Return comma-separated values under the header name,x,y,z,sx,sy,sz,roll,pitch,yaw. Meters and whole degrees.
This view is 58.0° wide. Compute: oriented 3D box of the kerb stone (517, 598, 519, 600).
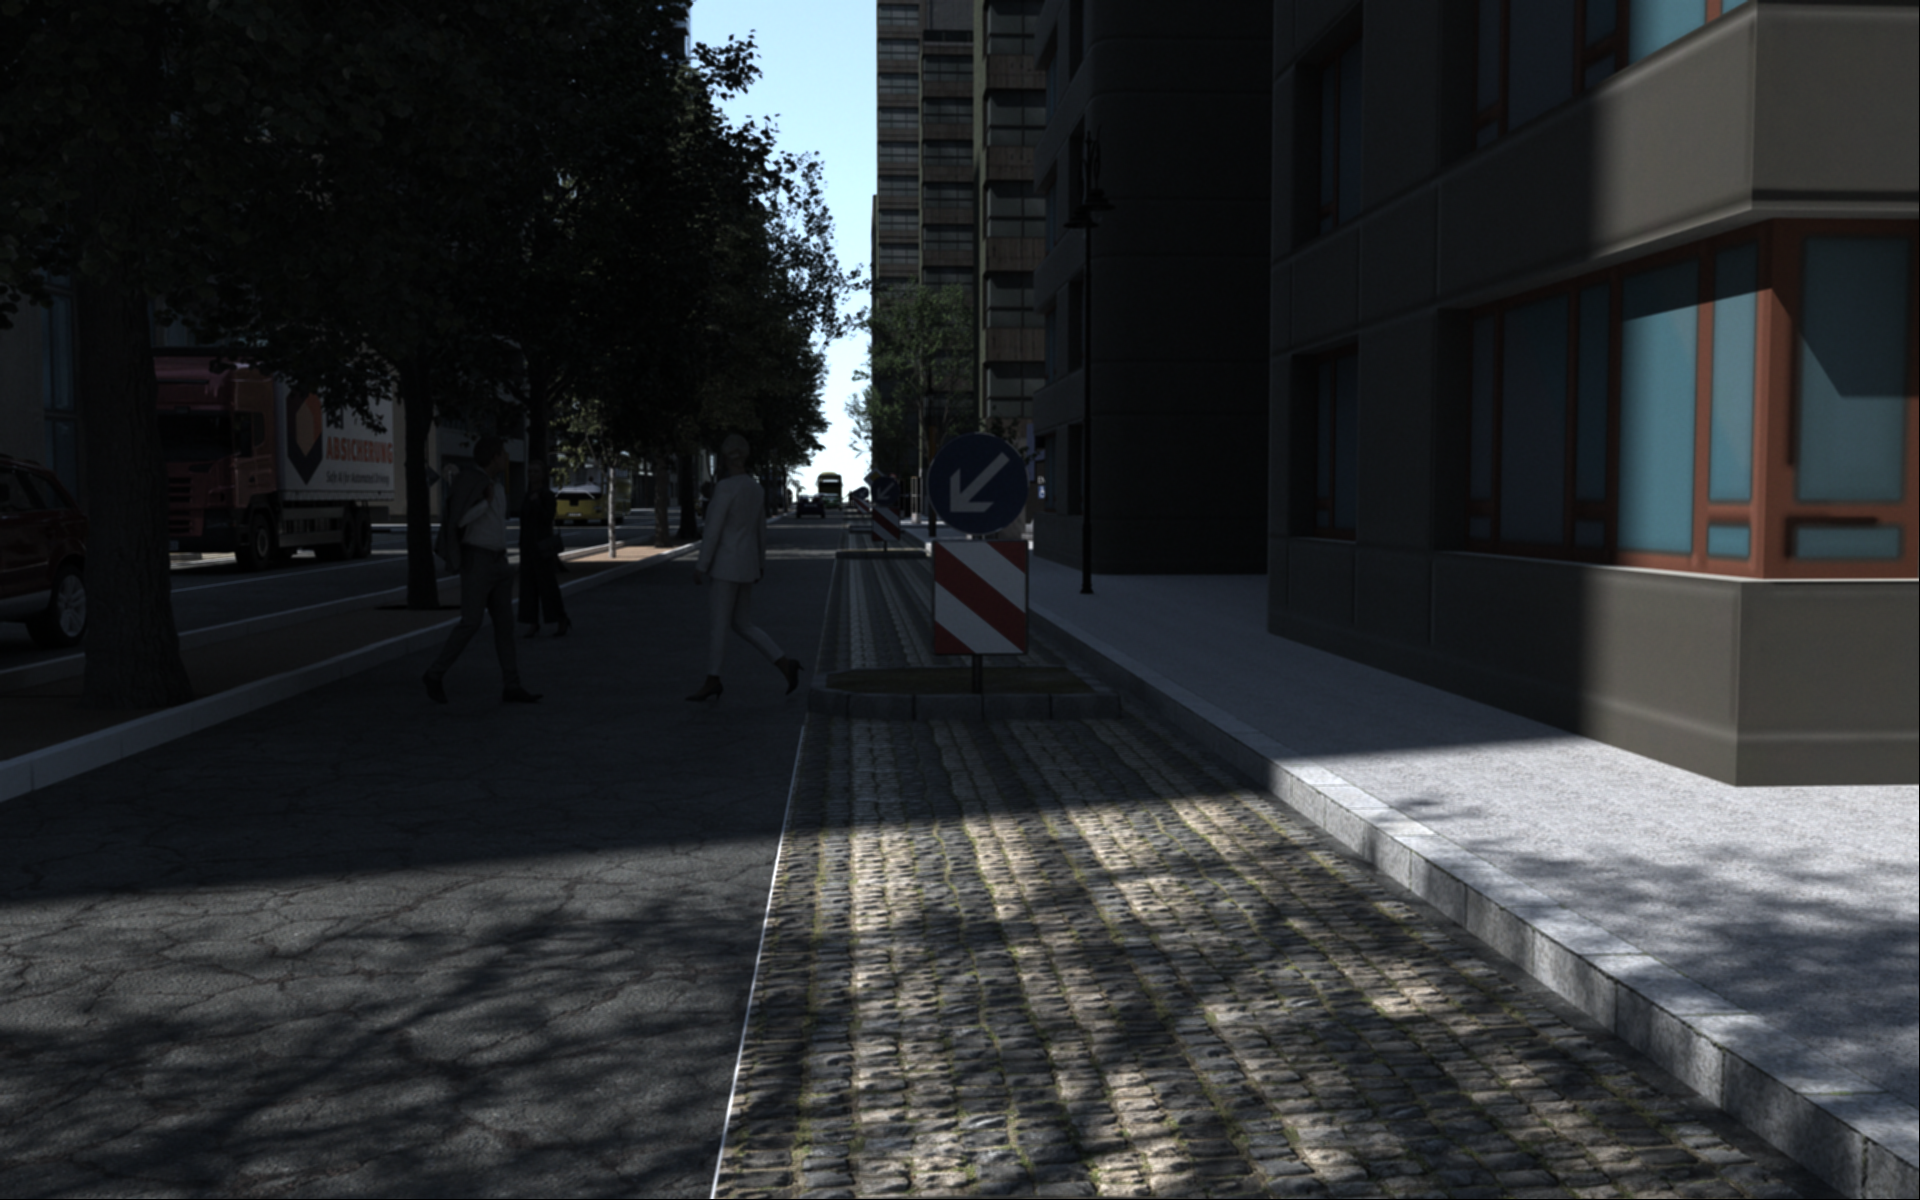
name,x,y,z,sx,sy,sz,roll,pitch,yaw
kerb stone,-5.369,0.066,21.118,0.120,0.150,1.000,0,4,-4

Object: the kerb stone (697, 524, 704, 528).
name,x,y,z,sx,sy,sz,roll,pitch,yaw
kerb stone,-10.817,-3.089,72.737,0.120,0.150,1.000,0,4,-4

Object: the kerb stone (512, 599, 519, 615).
name,x,y,z,sx,sy,sz,roll,pitch,yaw
kerb stone,-5.299,0.128,20.098,0.120,0.150,1.000,0,4,-4

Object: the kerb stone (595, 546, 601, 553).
name,x,y,z,sx,sy,sz,roll,pitch,yaw
kerb stone,-8.795,-1.179,41.473,0.120,0.150,1.000,0,4,-4

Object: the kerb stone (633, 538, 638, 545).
name,x,y,z,sx,sy,sz,roll,pitch,yaw
kerb stone,-9.246,-1.614,48.621,0.120,0.150,1.000,0,4,-4

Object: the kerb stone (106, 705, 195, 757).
name,x,y,z,sx,sy,sz,roll,pitch,yaw
kerb stone,-4.636,0.753,9.887,0.120,0.150,1.000,0,4,-4

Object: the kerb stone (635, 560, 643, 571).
name,x,y,z,sx,sy,sz,roll,pitch,yaw
kerb stone,-6.098,-0.620,32.391,0.120,0.150,1.000,0,4,-4

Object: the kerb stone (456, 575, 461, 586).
name,x,y,z,sx,sy,sz,roll,pitch,yaw
kerb stone,-7.864,-0.303,27.152,0.120,0.150,1.000,0,4,-4

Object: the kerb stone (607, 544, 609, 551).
name,x,y,z,sx,sy,sz,roll,pitch,yaw
kerb stone,-8.925,-1.298,43.518,0.120,0.150,1.000,0,4,-4

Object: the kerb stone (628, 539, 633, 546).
name,x,y,z,sx,sy,sz,roll,pitch,yaw
kerb stone,-9.180,-1.551,47.600,0.120,0.150,1.000,0,4,-4

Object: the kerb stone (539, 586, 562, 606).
name,x,y,z,sx,sy,sz,roll,pitch,yaw
kerb stone,-5.507,-0.059,23.166,0.120,0.150,1.000,0,4,-4

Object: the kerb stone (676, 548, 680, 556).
name,x,y,z,sx,sy,sz,roll,pitch,yaw
kerb stone,-6.556,-1.058,39.545,0.120,0.150,1.000,0,4,-4

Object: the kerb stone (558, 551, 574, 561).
name,x,y,z,sx,sy,sz,roll,pitch,yaw
kerb stone,-8.524,-0.928,37.383,0.120,0.150,1.000,0,4,-4

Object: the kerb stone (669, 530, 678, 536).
name,x,y,z,sx,sy,sz,roll,pitch,yaw
kerb stone,-10.052,-2.367,60.888,0.120,0.150,1.000,0,4,-4

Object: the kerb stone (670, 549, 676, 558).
name,x,y,z,sx,sy,sz,roll,pitch,yaw
kerb stone,-6.493,-0.999,38.523,0.120,0.150,1.000,0,4,-4

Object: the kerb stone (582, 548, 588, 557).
name,x,y,z,sx,sy,sz,roll,pitch,yaw
kerb stone,-8.659,-1.052,39.429,0.120,0.150,1.000,0,4,-4

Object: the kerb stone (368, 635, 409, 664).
name,x,y,z,sx,sy,sz,roll,pitch,yaw
kerb stone,-4.981,0.442,14.995,0.120,0.150,1.000,0,4,-4

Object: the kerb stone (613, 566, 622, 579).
name,x,y,z,sx,sy,sz,roll,pitch,yaw
kerb stone,-5.898,-0.436,29.318,0.120,0.150,1.000,0,4,-4

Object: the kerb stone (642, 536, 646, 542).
name,x,y,z,sx,sy,sz,roll,pitch,yaw
kerb stone,-9.384,-1.741,50.661,0.120,0.150,1.000,0,4,-4

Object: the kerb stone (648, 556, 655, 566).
name,x,y,z,sx,sy,sz,roll,pitch,yaw
kerb stone,-6.231,-0.744,34.431,0.120,0.150,1.000,0,4,-4

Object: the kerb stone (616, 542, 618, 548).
name,x,y,z,sx,sy,sz,roll,pitch,yaw
kerb stone,-8.987,-1.366,44.538,0.120,0.150,1.000,0,4,-4

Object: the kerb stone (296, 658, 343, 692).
name,x,y,z,sx,sy,sz,roll,pitch,yaw
kerb stone,-4.842,0.575,12.956,0.120,0.150,1.000,0,4,-4

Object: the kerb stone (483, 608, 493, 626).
name,x,y,z,sx,sy,sz,roll,pitch,yaw
kerb stone,-5.238,0.192,19.076,0.120,0.150,1.000,0,4,-4

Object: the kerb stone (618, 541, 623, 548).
name,x,y,z,sx,sy,sz,roll,pitch,yaw
kerb stone,-9.059,-1.426,45.557,0.120,0.150,1.000,0,4,-4

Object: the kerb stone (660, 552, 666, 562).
name,x,y,z,sx,sy,sz,roll,pitch,yaw
kerb stone,-6.354,-0.873,36.476,0.120,0.150,1.000,0,4,-4

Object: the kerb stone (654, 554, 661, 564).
name,x,y,z,sx,sy,sz,roll,pitch,yaw
kerb stone,-6.296,-0.805,35.455,0.120,0.150,1.000,0,4,-4

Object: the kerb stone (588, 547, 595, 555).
name,x,y,z,sx,sy,sz,roll,pitch,yaw
kerb stone,-8.728,-1.111,40.454,0.120,0.150,1.000,0,4,-4

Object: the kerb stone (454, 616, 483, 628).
name,x,y,z,sx,sy,sz,roll,pitch,yaw
kerb stone,-5.167,0.253,18.056,0.120,0.150,1.000,0,4,-4

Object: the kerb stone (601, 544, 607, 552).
name,x,y,z,sx,sy,sz,roll,pitch,yaw
kerb stone,-8.859,-1.239,42.494,0.120,0.150,1.000,0,4,-4

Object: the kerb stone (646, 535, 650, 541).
name,x,y,z,sx,sy,sz,roll,pitch,yaw
kerb stone,-9.452,-1.804,51.690,0.120,0.150,1.000,0,4,-4

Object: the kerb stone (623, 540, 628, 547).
name,x,y,z,sx,sy,sz,roll,pitch,yaw
kerb stone,-9.126,-1.491,46.579,0.120,0.150,1.000,0,4,-4

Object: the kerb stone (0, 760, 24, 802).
name,x,y,z,sx,sy,sz,roll,pitch,yaw
kerb stone,-4.508,0.878,7.847,0.120,0.150,1.000,0,4,-4

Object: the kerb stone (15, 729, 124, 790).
name,x,y,z,sx,sy,sz,roll,pitch,yaw
kerb stone,-4.567,0.815,8.867,0.120,0.150,1.000,0,4,-4

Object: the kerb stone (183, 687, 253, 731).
name,x,y,z,sx,sy,sz,roll,pitch,yaw
kerb stone,-4.705,0.693,10.914,0.120,0.150,1.000,0,4,-4

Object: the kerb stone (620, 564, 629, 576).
name,x,y,z,sx,sy,sz,roll,pitch,yaw
kerb stone,-5.961,-0.497,30.338,0.120,0.150,1.000,0,4,-4

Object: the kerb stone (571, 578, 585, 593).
name,x,y,z,sx,sy,sz,roll,pitch,yaw
kerb stone,-5.636,-0.185,25.218,0.120,0.150,1.000,0,4,-4

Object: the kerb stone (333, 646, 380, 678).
name,x,y,z,sx,sy,sz,roll,pitch,yaw
kerb stone,-4.900,0.507,13.976,0.120,0.150,1.000,0,4,-4

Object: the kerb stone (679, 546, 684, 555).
name,x,y,z,sx,sy,sz,roll,pitch,yaw
kerb stone,-6.623,-1.118,40.566,0.120,0.150,1.000,0,4,-4

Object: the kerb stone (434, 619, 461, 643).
name,x,y,z,sx,sy,sz,roll,pitch,yaw
kerb stone,-5.099,0.321,17.036,0.120,0.150,1.000,0,4,-4

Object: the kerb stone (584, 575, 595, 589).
name,x,y,z,sx,sy,sz,roll,pitch,yaw
kerb stone,-5.699,-0.247,26.240,0.120,0.150,1.000,0,4,-4

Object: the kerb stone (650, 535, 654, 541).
name,x,y,z,sx,sy,sz,roll,pitch,yaw
kerb stone,-9.517,-1.867,52.715,0.120,0.150,1.000,0,4,-4

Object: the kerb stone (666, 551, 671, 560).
name,x,y,z,sx,sy,sz,roll,pitch,yaw
kerb stone,-6.429,-0.932,37.502,0.120,0.150,1.000,0,4,-4

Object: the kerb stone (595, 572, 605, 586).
name,x,y,z,sx,sy,sz,roll,pitch,yaw
kerb stone,-5.760,-0.305,27.268,0.120,0.150,1.000,0,4,-4

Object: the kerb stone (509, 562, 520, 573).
name,x,y,z,sx,sy,sz,roll,pitch,yaw
kerb stone,-8.195,-0.616,32.263,0.120,0.150,1.000,0,4,-4

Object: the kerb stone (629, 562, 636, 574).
name,x,y,z,sx,sy,sz,roll,pitch,yaw
kerb stone,-6.028,-0.561,31.365,0.120,0.150,1.000,0,4,-4

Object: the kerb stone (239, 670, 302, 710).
name,x,y,z,sx,sy,sz,roll,pitch,yaw
kerb stone,-4.773,0.628,11.935,0.120,0.150,1.000,0,4,-4

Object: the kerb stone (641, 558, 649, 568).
name,x,y,z,sx,sy,sz,roll,pitch,yaw
kerb stone,-6.165,-0.681,33.411,0.120,0.150,1.000,0,4,-4

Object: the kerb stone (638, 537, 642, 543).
name,x,y,z,sx,sy,sz,roll,pitch,yaw
kerb stone,-9.315,-1.679,49.641,0.120,0.150,1.000,0,4,-4

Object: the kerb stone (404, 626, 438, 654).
name,x,y,z,sx,sy,sz,roll,pitch,yaw
kerb stone,-5.034,0.378,16.016,0.120,0.150,1.000,0,4,-4

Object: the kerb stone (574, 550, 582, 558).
name,x,y,z,sx,sy,sz,roll,pitch,yaw
kerb stone,-8.587,-0.992,38.409,0.120,0.150,1.000,0,4,-4

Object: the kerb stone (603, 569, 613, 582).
name,x,y,z,sx,sy,sz,roll,pitch,yaw
kerb stone,-5.832,-0.373,28.288,0.120,0.150,1.000,0,4,-4

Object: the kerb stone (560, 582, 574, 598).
name,x,y,z,sx,sy,sz,roll,pitch,yaw
kerb stone,-5.562,-0.116,24.191,0.120,0.150,1.000,0,4,-4
